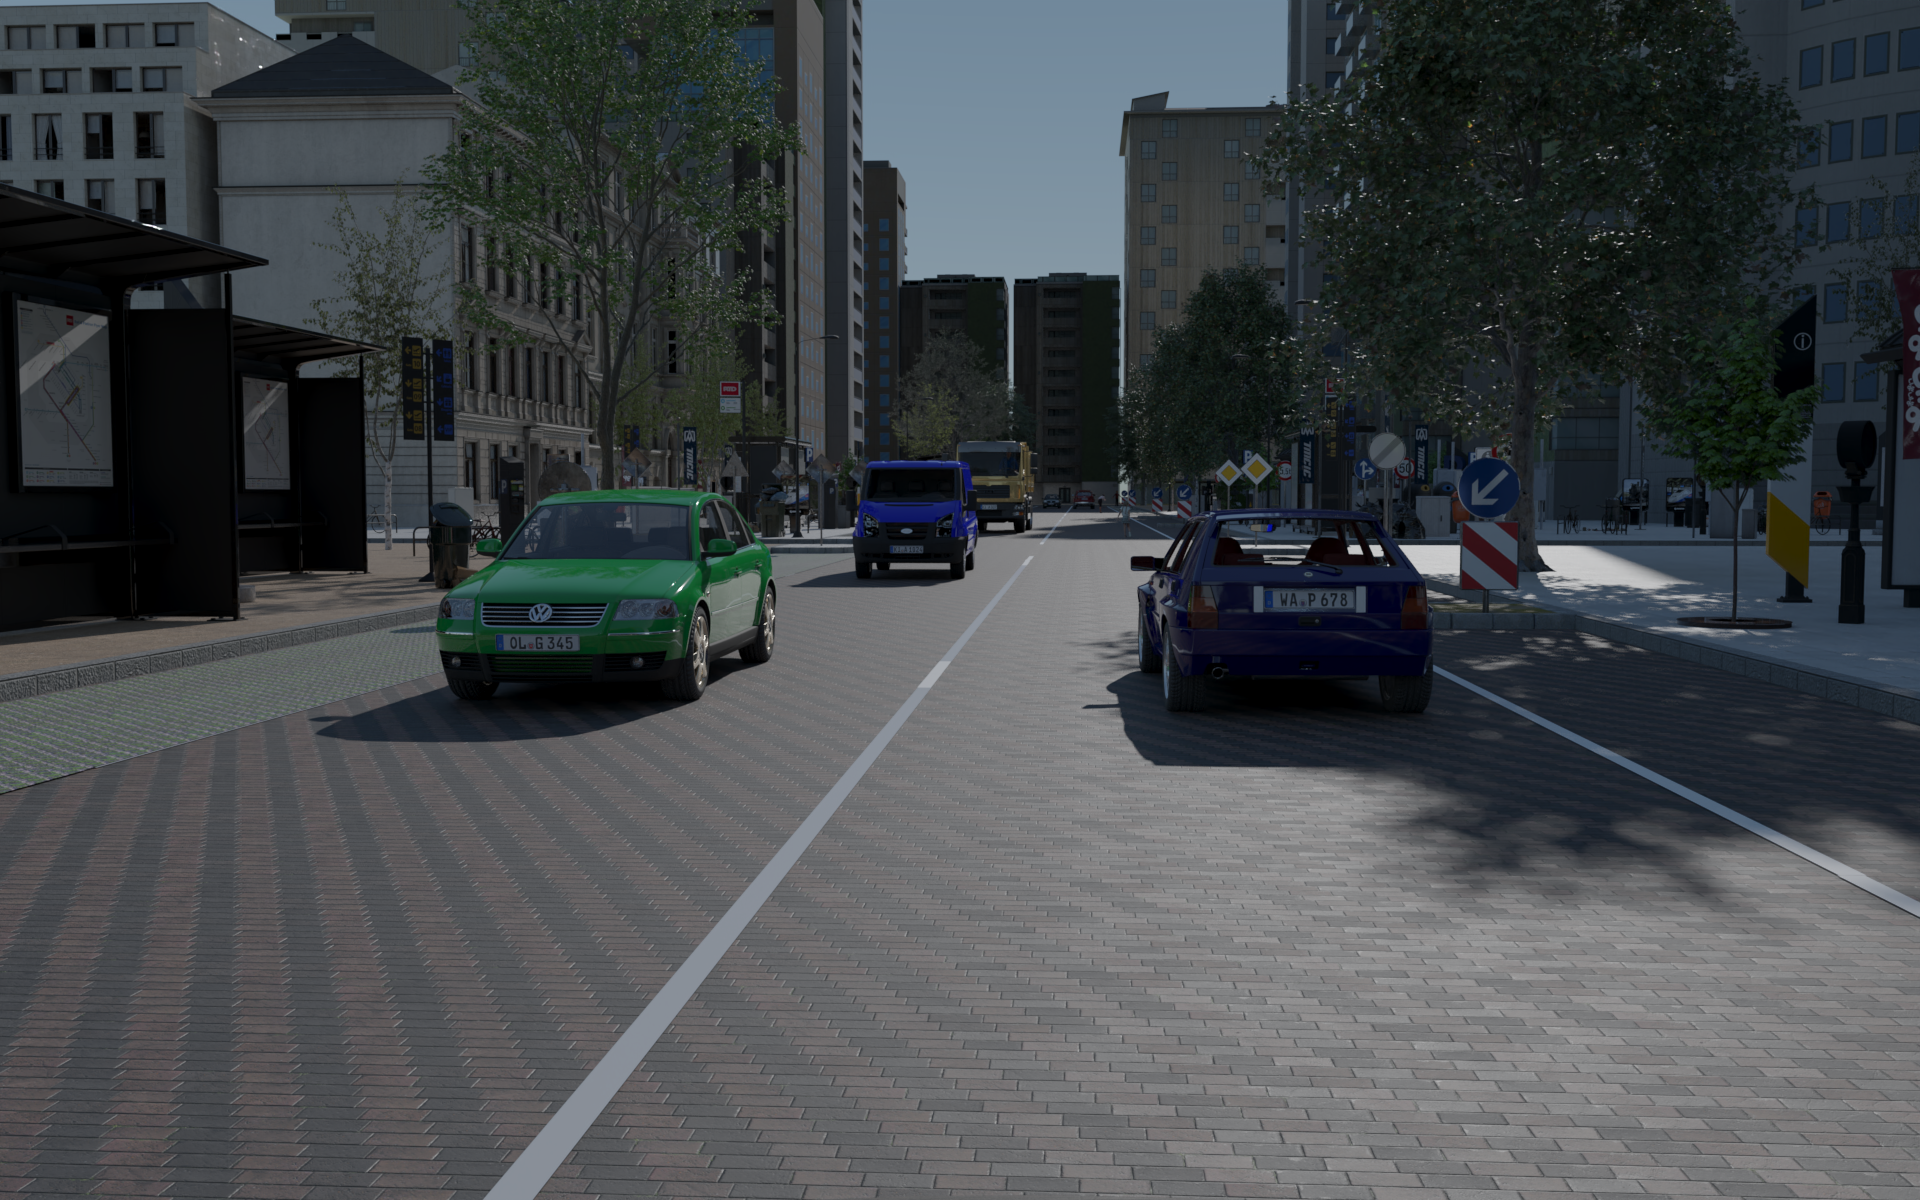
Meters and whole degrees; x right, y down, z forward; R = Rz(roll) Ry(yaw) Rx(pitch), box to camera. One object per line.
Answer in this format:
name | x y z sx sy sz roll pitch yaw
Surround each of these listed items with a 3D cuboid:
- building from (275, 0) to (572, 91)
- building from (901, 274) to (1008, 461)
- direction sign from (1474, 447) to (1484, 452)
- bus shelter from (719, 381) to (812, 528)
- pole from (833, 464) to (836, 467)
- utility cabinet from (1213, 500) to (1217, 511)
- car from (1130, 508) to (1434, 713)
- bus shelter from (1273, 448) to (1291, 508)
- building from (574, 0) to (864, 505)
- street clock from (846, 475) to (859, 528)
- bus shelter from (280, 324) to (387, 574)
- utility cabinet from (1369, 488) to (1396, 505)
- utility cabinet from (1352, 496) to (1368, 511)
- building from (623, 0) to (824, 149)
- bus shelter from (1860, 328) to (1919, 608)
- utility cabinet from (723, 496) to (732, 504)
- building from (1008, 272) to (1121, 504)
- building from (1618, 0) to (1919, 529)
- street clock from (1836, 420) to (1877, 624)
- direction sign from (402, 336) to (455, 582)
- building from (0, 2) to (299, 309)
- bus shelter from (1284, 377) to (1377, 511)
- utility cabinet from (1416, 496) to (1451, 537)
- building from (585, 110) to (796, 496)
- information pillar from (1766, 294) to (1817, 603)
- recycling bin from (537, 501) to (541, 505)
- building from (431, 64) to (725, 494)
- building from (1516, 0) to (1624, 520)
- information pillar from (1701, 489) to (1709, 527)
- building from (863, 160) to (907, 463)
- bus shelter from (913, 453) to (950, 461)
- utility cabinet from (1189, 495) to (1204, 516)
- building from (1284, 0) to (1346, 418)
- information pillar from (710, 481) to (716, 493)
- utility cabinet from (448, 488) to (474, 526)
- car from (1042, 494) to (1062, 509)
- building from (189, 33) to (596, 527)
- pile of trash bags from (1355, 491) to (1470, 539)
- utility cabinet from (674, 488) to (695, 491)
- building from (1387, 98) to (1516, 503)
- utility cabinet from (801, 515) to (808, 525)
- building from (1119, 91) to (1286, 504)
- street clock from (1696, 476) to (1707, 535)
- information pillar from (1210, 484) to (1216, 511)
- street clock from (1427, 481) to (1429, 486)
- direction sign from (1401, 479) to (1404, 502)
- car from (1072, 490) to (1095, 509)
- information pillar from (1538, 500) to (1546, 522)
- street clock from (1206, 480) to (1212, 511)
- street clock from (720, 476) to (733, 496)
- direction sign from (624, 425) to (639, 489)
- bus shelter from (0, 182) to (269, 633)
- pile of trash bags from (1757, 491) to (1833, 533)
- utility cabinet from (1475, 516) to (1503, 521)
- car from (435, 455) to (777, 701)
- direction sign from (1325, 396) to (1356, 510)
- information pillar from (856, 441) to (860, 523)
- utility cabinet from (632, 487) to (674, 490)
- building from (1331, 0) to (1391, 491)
building | -52.890 -35.943 176.899 27.495 52.752 28.713 0 4 4
building | -0.618 -28.075 230.721 14.107 30.474 14.160 0 4 4
direction sign | 25.095 -5.619 83.872 0.379 3.537 0.876 -1 4 -11
bus shelter | -7.249 -5.287 64.081 2.179 5.291 8.768 0 4 4
pole | -8.551 -7.580 117.774 0.158 3.312 0.155 0 3 0
utility cabinet | 14.958 -5.360 98.794 1.020 1.237 0.306 -1 4 -9
car | 2.256 -0.008 12.718 1.945 1.354 3.894 0 4 2
bus shelter | 14.276 -4.755 71.670 2.014 3.302 5.546 0 4 4
building | -24.432 -38.918 178.305 28.212 58.520 21.231 0 4 4
street clock | -4.127 -3.783 66.428 0.471 2.002 0.358 1 4 12
bus shelter | -10.214 -2.046 24.736 1.731 3.624 6.357 0 4 4
utility cabinet | 14.310 -3.061 58.723 0.318 1.500 1.173 -1 4 -19
utility cabinet | 15.124 -3.340 65.776 0.306 1.237 1.020 -1 4 -14
building | -19.492 -30.444 147.863 14.600 45.320 14.200 0 4 4
bus shelter | 11.049 -1.408 16.940 2.014 3.302 5.546 0 4 4
utility cabinet | -8.195 -2.941 59.245 0.306 1.237 1.020 2 4 27
building | 14.065 -27.969 228.996 14.107 30.474 14.160 0 4 4
building | 44.217 -32.282 69.814 28.212 58.520 21.231 0 4 4
street clock | 8.842 -0.768 17.120 0.471 2.002 0.358 -3 5 -44
direction sign | -7.745 -2.037 25.299 0.379 3.537 0.876 2 4 35
building | -37.305 -13.255 71.479 16.860 20.320 10.420 0 4 4
bus shelter | 11.989 -4.867 57.207 2.179 5.291 8.768 0 4 4
utility cabinet | 14.183 -2.492 51.912 1.020 1.237 0.306 -1 4 -18
building | -20.796 -22.174 134.246 14.160 30.474 14.107 0 4 4
information pillar | 9.794 -1.776 20.396 0.504 3.616 0.183 0 4 3
recycling bin | -14.311 -2.942 60.662 0.722 1.027 0.722 3 4 38
building | -22.694 -17.302 101.973 14.460 24.649 34.723 0 4 4
building | 36.359 -24.819 89.381 14.154 41.232 14.086 0 4 4
information pillar | 29.015 -3.842 67.310 0.304 2.012 0.304 0 4 5
building | -14.702 -35.574 231.753 14.200 45.320 14.600 0 4 4
bus shelter | -1.721 -6.848 103.252 1.731 3.624 6.357 0 4 4
utility cabinet | 13.867 -5.517 101.366 0.306 1.237 1.020 -2 4 -35
building | 42.608 -38.395 169.758 21.231 58.520 28.212 0 4 4
information pillar | -13.705 -5.599 96.028 0.304 2.012 0.304 -2 4 -28
utility cabinet | -17.517 -3.185 60.761 0.318 1.500 1.173 1 4 15
car | 9.124 -9.894 171.553 2.009 1.686 4.222 0 4 6
building | -23.209 -12.877 75.159 10.561 19.102 19.286 0 4 4
pile of trash bags | 12.975 -2.454 49.881 3.447 1.369 1.912 1 4 13
utility cabinet | -10.256 -3.333 63.178 1.173 1.500 0.318 2 4 25
building | 35.709 -21.068 116.163 14.160 30.474 14.107 0 4 4
utility cabinet | -6.726 -3.785 70.565 1.173 1.500 0.318 -3 5 -43
building | 35.510 -39.478 234.703 27.495 52.752 28.713 0 4 4
street clock | 23.503 -3.068 54.733 0.471 2.002 0.358 2 4 27
information pillar | 18.144 -7.326 124.265 0.304 2.012 0.304 -3 5 -42
street clock | 24.243 -5.235 90.170 0.358 2.002 0.471 1 4 22
direction sign | 25.332 -6.559 99.229 0.379 3.537 0.876 0 4 4
car | 11.918 -9.675 166.862 2.281 1.827 5.304 0 4 2
information pillar | 26.889 -4.626 80.128 0.304 2.012 0.304 0 4 -6
street clock | 13.185 -5.336 91.816 0.358 2.002 0.471 1 4 9
street clock | -9.235 -3.909 68.476 0.471 2.002 0.358 -1 4 -20
direction sign | -10.764 -3.968 56.868 0.379 3.537 0.876 1 4 22
bus shelter | -8.002 -1.418 14.468 1.731 3.624 6.357 0 4 4
pile of trash bags | 27.518 -2.976 58.407 3.447 1.369 1.912 2 4 33
utility cabinet | 15.349 -2.498 49.518 1.173 1.500 0.318 3 4 37
car | -2.583 -0.286 13.469 1.959 1.807 4.718 0 4 3
direction sign | 8.849 -2.955 40.313 0.379 3.537 0.876 -3 4 -37
information pillar | -4.475 -5.195 76.288 0.183 3.616 0.504 0 4 -6
utility cabinet | -9.226 -2.639 51.824 1.173 1.500 0.318 -3 5 -44
building | 42.328 -31.772 139.088 23.786 49.044 30.456 0 4 4
